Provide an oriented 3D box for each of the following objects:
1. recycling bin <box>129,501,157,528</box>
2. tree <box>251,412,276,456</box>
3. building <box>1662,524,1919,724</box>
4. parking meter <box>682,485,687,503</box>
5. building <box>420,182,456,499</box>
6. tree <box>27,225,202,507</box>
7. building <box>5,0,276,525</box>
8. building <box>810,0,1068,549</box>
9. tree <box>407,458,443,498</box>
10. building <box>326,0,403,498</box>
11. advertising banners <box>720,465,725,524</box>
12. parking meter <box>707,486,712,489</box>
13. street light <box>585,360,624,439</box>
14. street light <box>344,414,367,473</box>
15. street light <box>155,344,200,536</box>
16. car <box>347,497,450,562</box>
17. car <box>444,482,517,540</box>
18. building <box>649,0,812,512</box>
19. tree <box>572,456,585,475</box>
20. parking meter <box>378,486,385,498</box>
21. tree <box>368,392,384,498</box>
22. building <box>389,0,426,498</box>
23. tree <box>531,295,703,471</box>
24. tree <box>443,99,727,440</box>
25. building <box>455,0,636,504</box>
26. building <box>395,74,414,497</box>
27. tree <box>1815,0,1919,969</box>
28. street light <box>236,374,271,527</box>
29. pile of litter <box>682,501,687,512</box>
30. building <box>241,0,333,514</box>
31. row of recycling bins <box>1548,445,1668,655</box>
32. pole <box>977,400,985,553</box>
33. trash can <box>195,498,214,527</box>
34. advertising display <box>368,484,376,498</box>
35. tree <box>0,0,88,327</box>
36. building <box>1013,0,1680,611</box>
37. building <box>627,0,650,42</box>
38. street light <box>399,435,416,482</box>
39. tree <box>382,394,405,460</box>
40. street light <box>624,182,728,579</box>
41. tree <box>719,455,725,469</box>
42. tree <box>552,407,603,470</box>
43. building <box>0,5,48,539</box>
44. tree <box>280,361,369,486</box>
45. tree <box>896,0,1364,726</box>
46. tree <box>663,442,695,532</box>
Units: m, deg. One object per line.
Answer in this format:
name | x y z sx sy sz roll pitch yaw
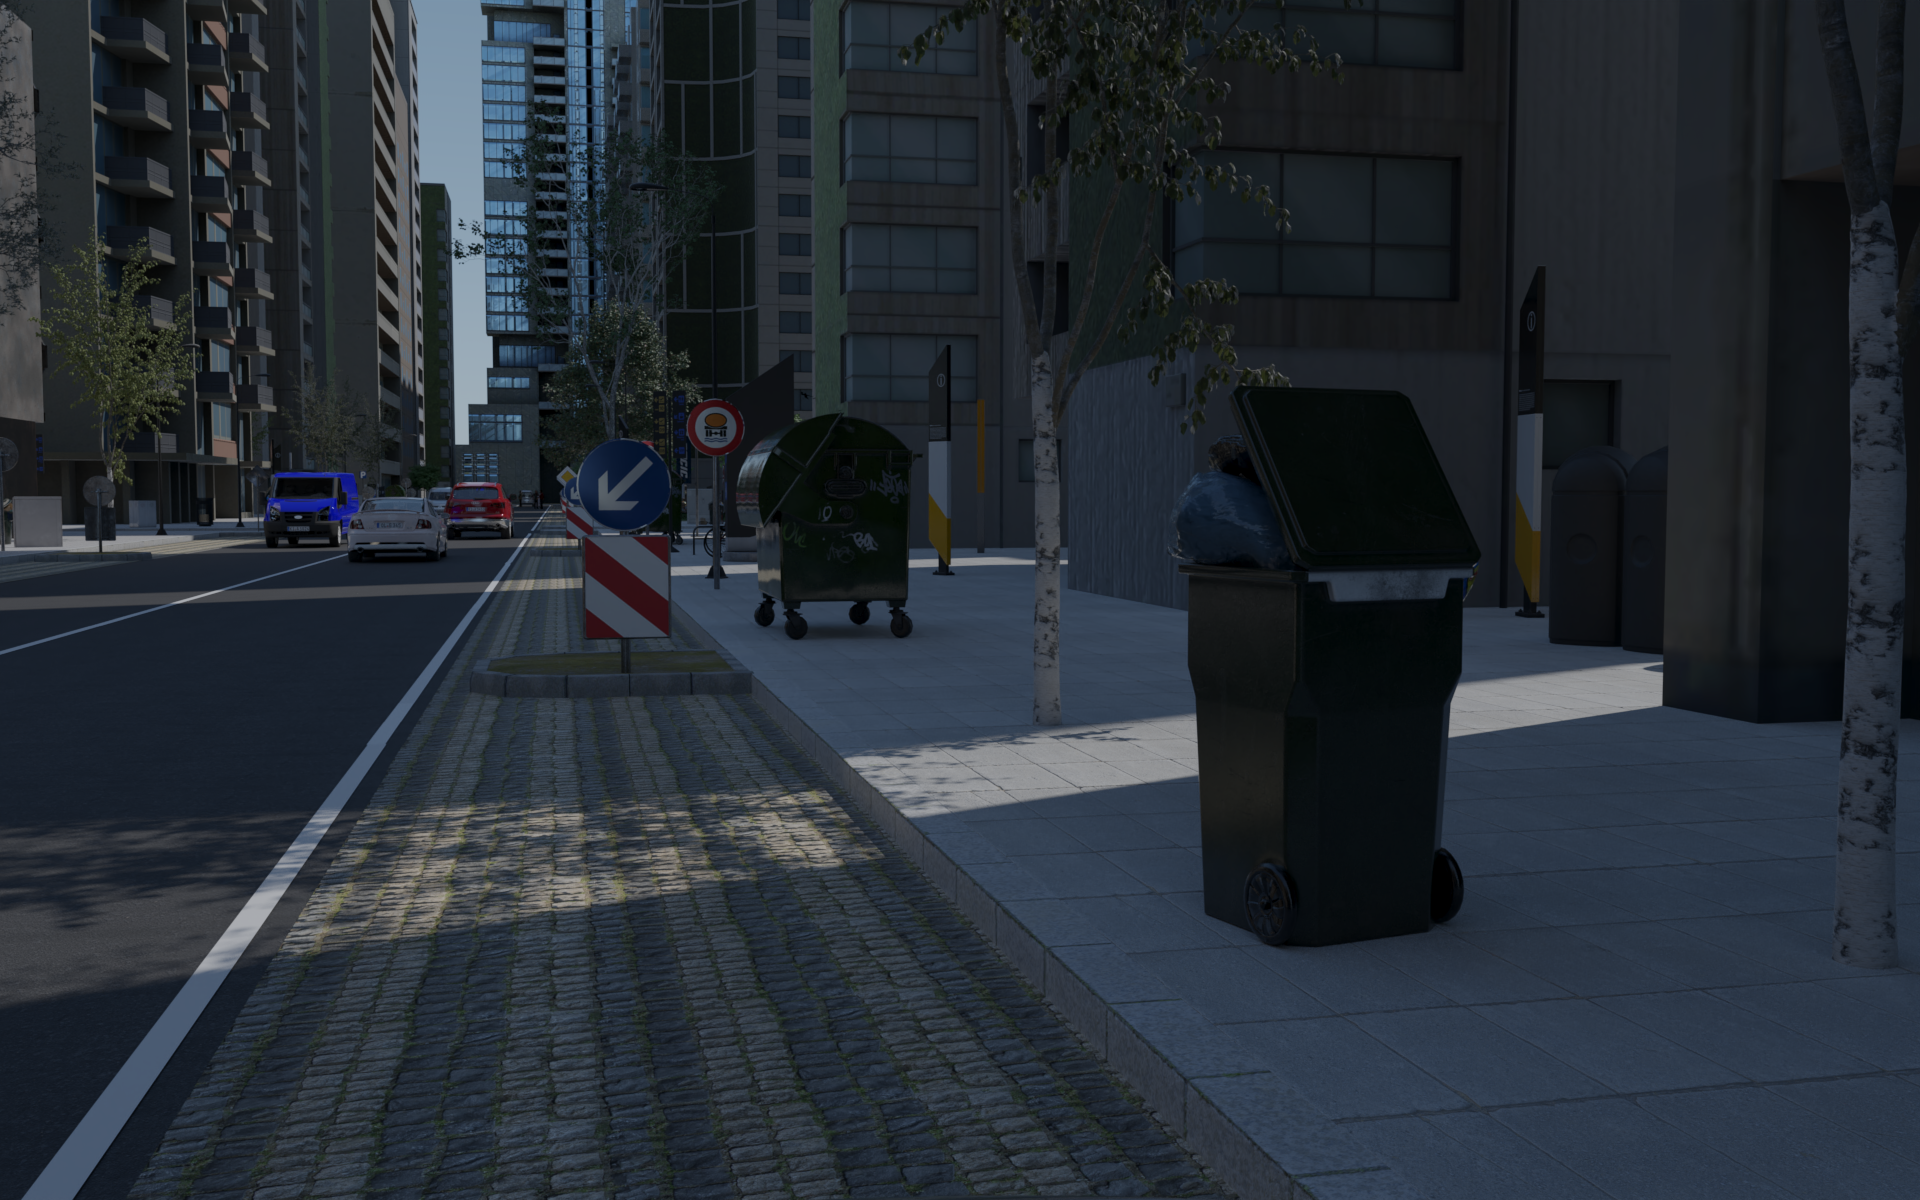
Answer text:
recycling bin | -31.355 -3.296 66.442 0.722 1.027 0.722 3 4 36
tree | -43.703 -9.406 104.158 4.737 8.622 4.395 0 3 0
building | 16.996 -23.089 1.199 21.300 48.544 21.600 -1 4 -13
parking meter | -17.288 -6.300 108.723 0.255 1.863 0.399 -1 4 -15
building | -74.328 -33.332 228.580 14.086 41.232 14.154 -1 4 -13
tree | -23.646 -6.005 48.545 4.737 8.622 4.395 0 3 0
building | -46.003 -26.188 82.800 22.147 44.769 28.867 -1 4 -13
building | 2.696 -22.242 47.246 14.154 41.232 14.086 -1 4 -13
tree | -49.397 -10.780 159.968 4.285 4.588 4.351 0 3 0
building | -59.670 -31.988 146.704 21.300 48.544 21.600 -1 4 -13
advertising banners | -10.199 -4.775 74.260 0.090 3.025 2.074 -1 4 -12
parking meter | -17.043 -6.849 117.691 0.399 1.863 0.255 0 3 0
street light | -12.185 -5.373 60.384 1.470 5.913 1.316 -1 4 -13
street light | -35.210 -7.844 100.788 1.470 5.913 1.316 -1 4 -13
street light | -24.225 -4.961 53.646 1.470 5.913 1.316 -1 4 -13
car | -12.313 -1.570 38.024 2.083 1.381 4.827 -1 4 -13
car | -15.582 -2.909 56.234 2.281 1.827 5.304 -1 4 -12
building | -14.650 -42.311 130.039 20.563 71.187 20.611 -1 4 -13
tree | -26.682 -8.662 125.345 4.285 4.588 4.351 0 3 0
parking meter | -40.996 -7.160 122.780 0.255 1.863 0.399 2 4 28
tree | -38.105 -9.519 106.002 4.360 8.622 3.978 0 3 0
building | -75.938 -39.999 195.988 28.212 58.520 21.231 -1 4 -13
tree | -19.638 -11.169 99.619 9.611 12.733 9.660 0 3 0
tree | -18.072 -13.978 84.423 12.611 20.169 13.585 0 3 0
building | -52.640 -56.475 236.038 31.000 86.520 22.319 -1 4 -13
building | -64.736 -32.383 179.574 14.600 45.320 14.200 -1 4 -13
tree | 2.569 -3.297 4.272 4.360 8.622 3.978 0 3 0
street light | -27.258 -5.765 66.802 1.470 5.913 1.316 -1 4 -13
pile of litter | -17.060 -5.720 107.493 1.719 0.858 1.176 2 4 29
building | -49.226 -26.266 113.045 14.154 41.232 14.086 -1 4 -13
row of recycling bins | 6.128 -0.402 13.690 1.069 1.692 3.534 -2 4 -29
pole | 0.457 -2.672 37.529 0.158 3.312 0.155 0 3 0
trash can | -29.892 -3.480 68.550 0.748 1.137 0.748 0 3 0
advertising display | -37.473 -6.433 110.401 0.123 1.923 0.974 0 4 6
tree | -20.117 -7.232 28.621 12.009 13.543 11.850 0 3 0
building | 7.822 -15.561 26.120 14.160 30.474 14.107 -1 4 -13
building | -22.665 -33.793 172.125 23.786 49.044 30.456 -1 4 -13
street light | -43.159 -9.957 135.329 1.470 5.913 1.316 -1 4 -13
tree | -42.400 -10.696 125.237 4.360 8.622 3.978 0 3 0
street light | -4.236 -3.275 26.090 1.470 5.913 1.316 -1 4 -13
tree | -6.160 -4.409 55.798 4.285 4.588 4.351 0 3 0
tree | -31.918 -13.196 150.172 7.601 10.594 8.767 0 4 6
building | -34.736 -10.842 44.726 16.811 18.784 16.820 -1 4 -13
tree | -35.146 -8.865 95.312 4.360 8.622 3.978 0 3 0
tree | 0.642 -3.599 9.208 4.360 8.622 3.978 0 3 0
tree | -9.995 -3.925 58.767 1.663 3.219 1.824 0 3 0
